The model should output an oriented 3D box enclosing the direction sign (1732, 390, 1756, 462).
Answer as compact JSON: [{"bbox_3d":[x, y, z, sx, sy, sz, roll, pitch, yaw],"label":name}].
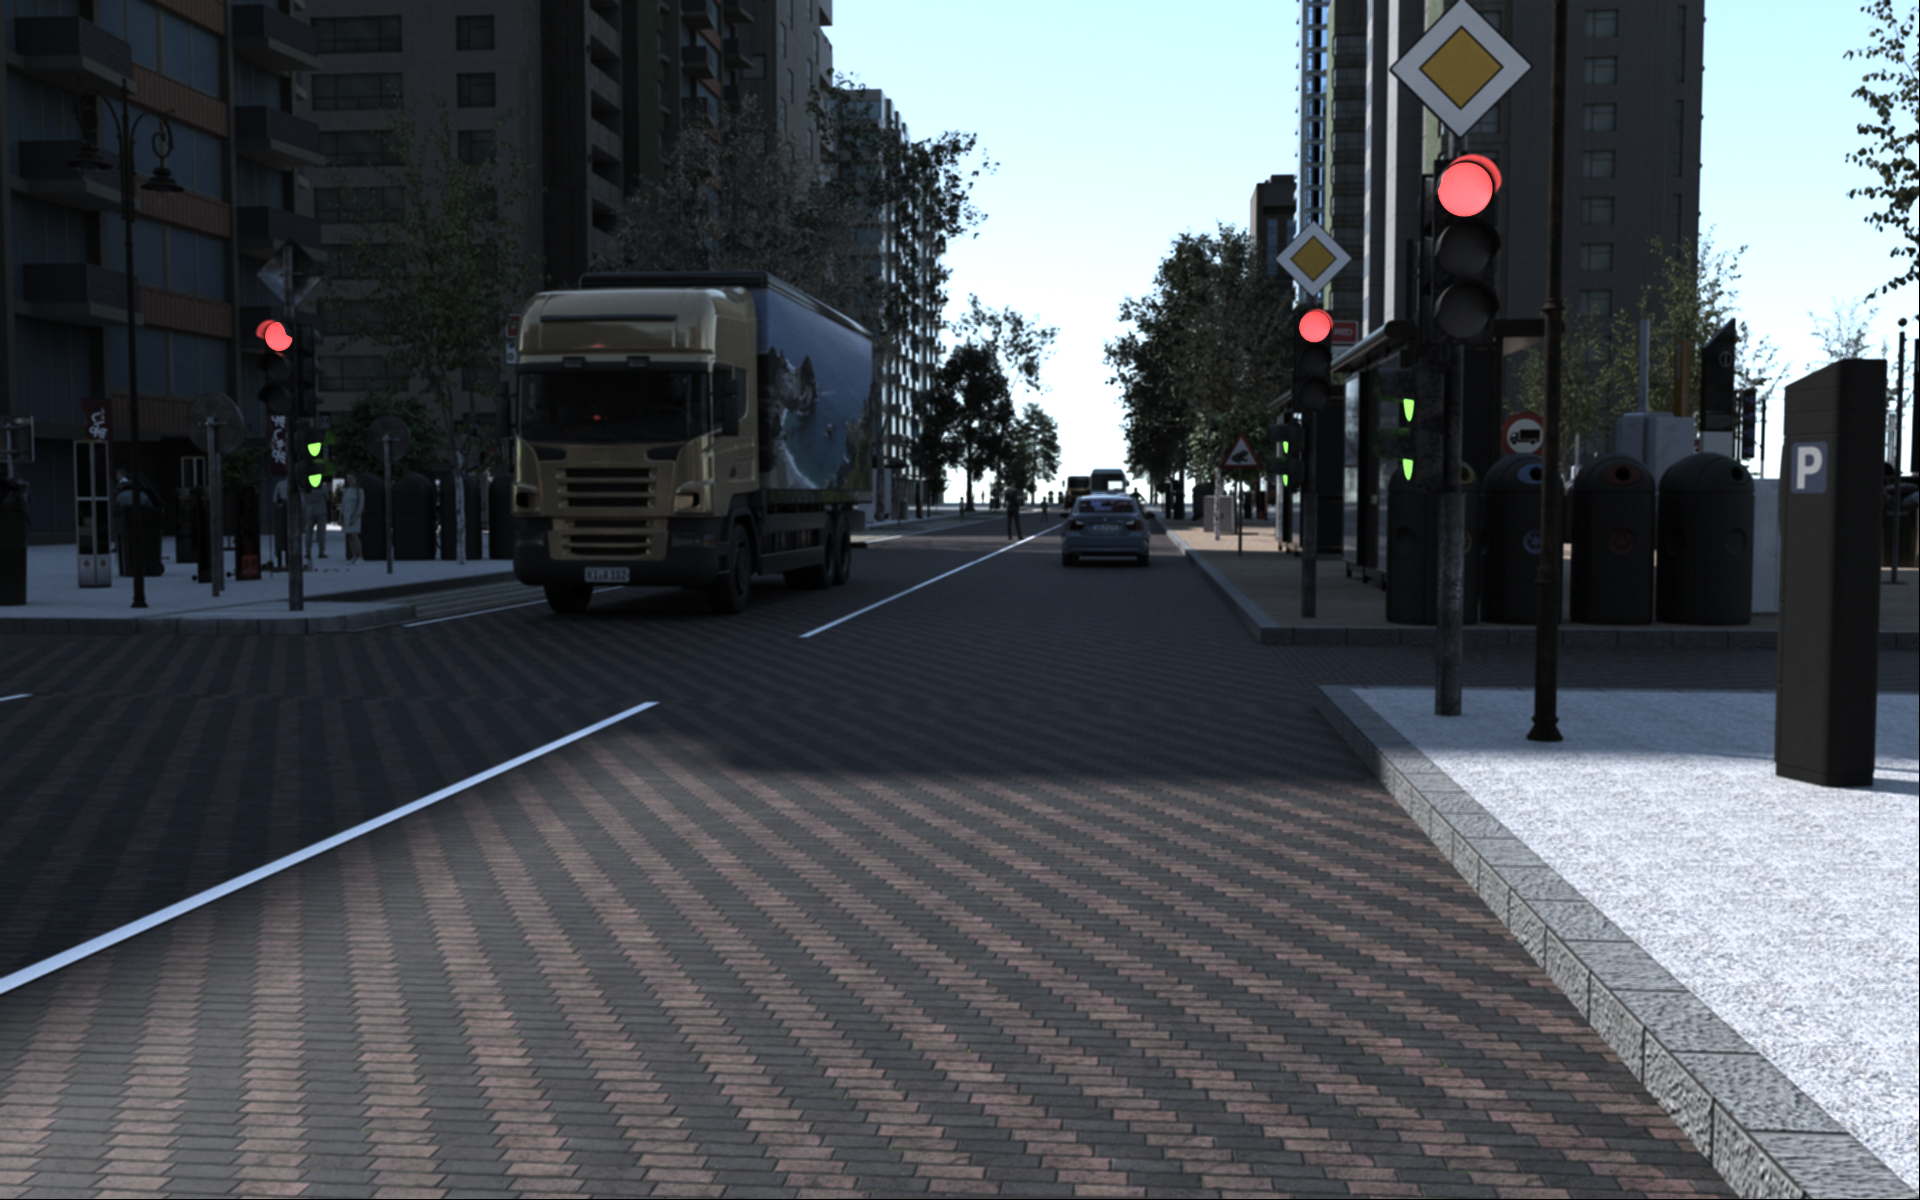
[{"bbox_3d":[16.955,-2.799,37.753,0.876,3.537,0.379,-1,4,-20],"label":"direction sign"}]

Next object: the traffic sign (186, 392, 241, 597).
[{"bbox_3d":[-9.309,-1.314,21.587,0.768,2.556,0.104,1,4,13],"label":"traffic sign"}]

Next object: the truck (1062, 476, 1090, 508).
[{"bbox_3d":[12.995,-11.663,186.610,3.469,3.379,9.791,0,4,7],"label":"truck"}]

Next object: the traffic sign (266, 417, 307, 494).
[{"bbox_3d":[-10.500,-1.652,27.114,0.768,2.556,0.104,0,4,7],"label":"traffic sign"}]

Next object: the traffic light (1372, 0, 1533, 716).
[{"bbox_3d":[2.823,-1.287,9.967,0.839,4.253,0.868,0,4,6],"label":"traffic light"}]

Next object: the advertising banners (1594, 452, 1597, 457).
[{"bbox_3d":[26.286,-4.645,72.132,0.090,3.025,2.074,2,4,32],"label":"advertising banners"}]

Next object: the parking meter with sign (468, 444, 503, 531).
[{"bbox_3d":[-16.878,-3.936,60.619,1.738,3.016,0.543,-1,4,-11],"label":"parking meter with sign"}]

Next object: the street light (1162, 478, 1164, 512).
[{"bbox_3d":[14.775,-9.366,125.916,0.468,5.910,1.993,0,4,6],"label":"street light"}]

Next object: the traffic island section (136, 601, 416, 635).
[{"bbox_3d":[-7.338,0.194,19.113,2.009,0.180,2.903,0,4,6],"label":"traffic island section"}]

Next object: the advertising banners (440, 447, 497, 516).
[{"bbox_3d":[-18.294,-4.179,64.511,2.074,3.025,0.090,-1,4,-11],"label":"advertising banners"}]

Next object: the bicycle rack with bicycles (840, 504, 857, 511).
[{"bbox_3d":[-6.015,-4.507,87.069,2.925,0.926,2.852,0,4,4],"label":"bicycle rack with bicycles"}]

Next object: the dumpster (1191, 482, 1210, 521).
[{"bbox_3d":[11.670,-4.688,82.408,1.264,1.857,1.865,0,4,6],"label":"dumpster"}]

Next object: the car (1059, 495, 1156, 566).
[{"bbox_3d":[3.037,-1.456,35.807,2.014,1.417,4.499,0,4,6],"label":"car"}]

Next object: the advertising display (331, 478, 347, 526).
[{"bbox_3d":[-25.156,-3.978,70.251,0.974,1.923,0.123,3,4,38],"label":"advertising display"}]

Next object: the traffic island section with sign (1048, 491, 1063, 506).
[{"bbox_3d":[10.523,-11.667,199.379,1.989,1.847,2.006,0,4,6],"label":"traffic island section with sign"}]

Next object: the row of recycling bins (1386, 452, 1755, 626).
[{"bbox_3d":[6.036,-0.620,17.257,3.534,1.692,1.069,0,3,0],"label":"row of recycling bins"}]

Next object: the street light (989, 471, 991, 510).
[{"bbox_3d":[2.399,-10.047,137.062,0.468,5.910,1.993,0,4,6],"label":"street light"}]

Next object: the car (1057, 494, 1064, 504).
[{"bbox_3d":[14.130,-13.654,233.470,2.015,1.641,3.980,0,4,5],"label":"car"}]

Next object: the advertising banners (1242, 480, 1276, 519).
[{"bbox_3d":[15.504,-5.693,89.267,2.074,3.025,0.090,3,5,39],"label":"advertising banners"}]

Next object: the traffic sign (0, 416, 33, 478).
[{"bbox_3d":[-12.410,-1.256,22.670,0.606,2.300,0.079,0,4,7],"label":"traffic sign"}]

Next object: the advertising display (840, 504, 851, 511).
[{"bbox_3d":[-6.267,-5.296,91.800,0.974,1.923,0.123,0,4,3],"label":"advertising display"}]

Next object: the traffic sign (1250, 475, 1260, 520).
[{"bbox_3d":[14.404,-5.227,85.573,0.768,2.556,0.104,1,4,9],"label":"traffic sign"}]

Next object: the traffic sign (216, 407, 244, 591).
[{"bbox_3d":[-9.805,-1.395,22.909,0.768,2.556,0.104,1,4,15],"label":"traffic sign"}]

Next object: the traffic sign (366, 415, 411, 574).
[{"bbox_3d":[-9.205,-1.699,27.880,0.768,2.556,0.104,1,4,8],"label":"traffic sign"}]

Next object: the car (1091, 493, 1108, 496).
[{"bbox_3d":[9.295,-6.459,115.197,1.945,1.707,3.694,0,4,7],"label":"car"}]

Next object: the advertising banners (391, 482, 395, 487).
[{"bbox_3d":[-22.086,-4.263,65.886,0.090,3.025,2.074,1,4,21],"label":"advertising banners"}]

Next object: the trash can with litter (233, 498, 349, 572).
[{"bbox_3d":[-11.391,-1.108,29.165,1.678,1.210,2.233,-2,4,-35],"label":"trash can with litter"}]

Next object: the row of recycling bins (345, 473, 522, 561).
[{"bbox_3d":[-10.184,-1.637,33.872,3.534,1.692,1.069,-1,4,-11],"label":"row of recycling bins"}]

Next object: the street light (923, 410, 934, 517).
[{"bbox_3d":[-1.734,-7.512,95.601,0.468,5.910,1.993,0,4,6],"label":"street light"}]

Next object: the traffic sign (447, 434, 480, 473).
[{"bbox_3d":[-10.475,-2.227,36.517,0.768,2.556,0.104,1,4,14],"label":"traffic sign"}]

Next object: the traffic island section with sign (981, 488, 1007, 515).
[{"bbox_3d":[2.474,-6.696,118.114,1.989,1.847,2.006,0,4,6],"label":"traffic island section with sign"}]

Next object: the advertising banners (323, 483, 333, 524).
[{"bbox_3d":[-27.721,-4.781,74.356,0.090,3.025,2.074,1,4,23],"label":"advertising banners"}]

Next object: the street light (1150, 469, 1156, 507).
[{"bbox_3d":[18.872,-11.907,167.469,0.468,5.910,1.993,0,4,6],"label":"street light"}]

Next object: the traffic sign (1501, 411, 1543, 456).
[{"bbox_3d":[8.715,-1.632,26.787,0.768,2.556,0.104,1,4,9],"label":"traffic sign"}]

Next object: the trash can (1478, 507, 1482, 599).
[{"bbox_3d":[5.844,-0.537,20.430,0.748,1.137,0.748,0,3,0],"label":"trash can"}]

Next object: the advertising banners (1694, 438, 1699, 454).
[{"bbox_3d":[23.823,-3.546,54.171,2.074,3.025,0.090,1,4,20],"label":"advertising banners"}]

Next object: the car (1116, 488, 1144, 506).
[{"bbox_3d":[10.276,-5.994,107.048,2.155,1.783,4.494,0,4,5],"label":"car"}]

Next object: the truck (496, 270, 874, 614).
[{"bbox_3d":[-3.353,-2.156,24.161,2.839,4.237,11.283,0,4,7],"label":"truck"}]

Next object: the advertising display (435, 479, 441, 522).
[{"bbox_3d":[-22.209,-4.121,72.588,0.123,1.923,0.974,3,5,43],"label":"advertising display"}]

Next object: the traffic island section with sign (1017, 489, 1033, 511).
[{"bbox_3d":[5.124,-8.337,144.940,1.989,1.847,2.006,0,4,6],"label":"traffic island section with sign"}]

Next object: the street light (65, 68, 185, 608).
[{"bbox_3d":[-9.282,-2.852,19.415,0.468,5.910,1.993,0,4,6],"label":"street light"}]

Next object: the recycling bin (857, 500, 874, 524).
[{"bbox_3d":[-4.093,-3.837,75.291,0.722,1.027,0.722,0,4,-4],"label":"recycling bin"}]

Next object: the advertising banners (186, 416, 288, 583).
[{"bbox_3d":[-10.617,-1.805,25.697,0.090,3.025,2.074,1,4,20],"label":"advertising banners"}]

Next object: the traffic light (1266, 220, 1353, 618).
[{"bbox_3d":[3.610,-1.773,17.914,0.839,4.253,0.868,0,4,6],"label":"traffic light"}]

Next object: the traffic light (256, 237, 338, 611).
[{"bbox_3d":[-7.300,-1.838,18.974,0.839,4.253,0.868,0,4,6],"label":"traffic light"}]

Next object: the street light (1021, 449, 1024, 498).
[{"bbox_3d":[6.462,-12.611,178.970,0.468,5.910,1.993,0,4,6],"label":"street light"}]

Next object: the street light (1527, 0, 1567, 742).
[{"bbox_3d":[3.058,-2.207,8.878,0.468,5.910,1.993,0,4,6],"label":"street light"}]

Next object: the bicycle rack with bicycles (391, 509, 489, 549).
[{"bbox_3d":[-12.368,-1.710,41.341,2.852,0.926,2.925,-2,4,-23],"label":"bicycle rack with bicycles"}]

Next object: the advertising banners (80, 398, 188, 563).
[{"bbox_3d":[-15.011,-2.183,31.882,2.074,3.025,0.090,-1,4,-18],"label":"advertising banners"}]

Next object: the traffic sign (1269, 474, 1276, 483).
[{"bbox_3d":[14.914,-4.979,81.516,0.768,2.556,0.104,0,4,7],"label":"traffic sign"}]

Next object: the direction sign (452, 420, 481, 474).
[{"bbox_3d":[-15.186,-3.750,53.316,0.876,3.537,0.379,-2,4,-26],"label":"direction sign"}]

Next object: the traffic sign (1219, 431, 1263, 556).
[{"bbox_3d":[5.800,-2.189,35.801,0.884,2.594,0.081,1,4,10],"label":"traffic sign"}]
